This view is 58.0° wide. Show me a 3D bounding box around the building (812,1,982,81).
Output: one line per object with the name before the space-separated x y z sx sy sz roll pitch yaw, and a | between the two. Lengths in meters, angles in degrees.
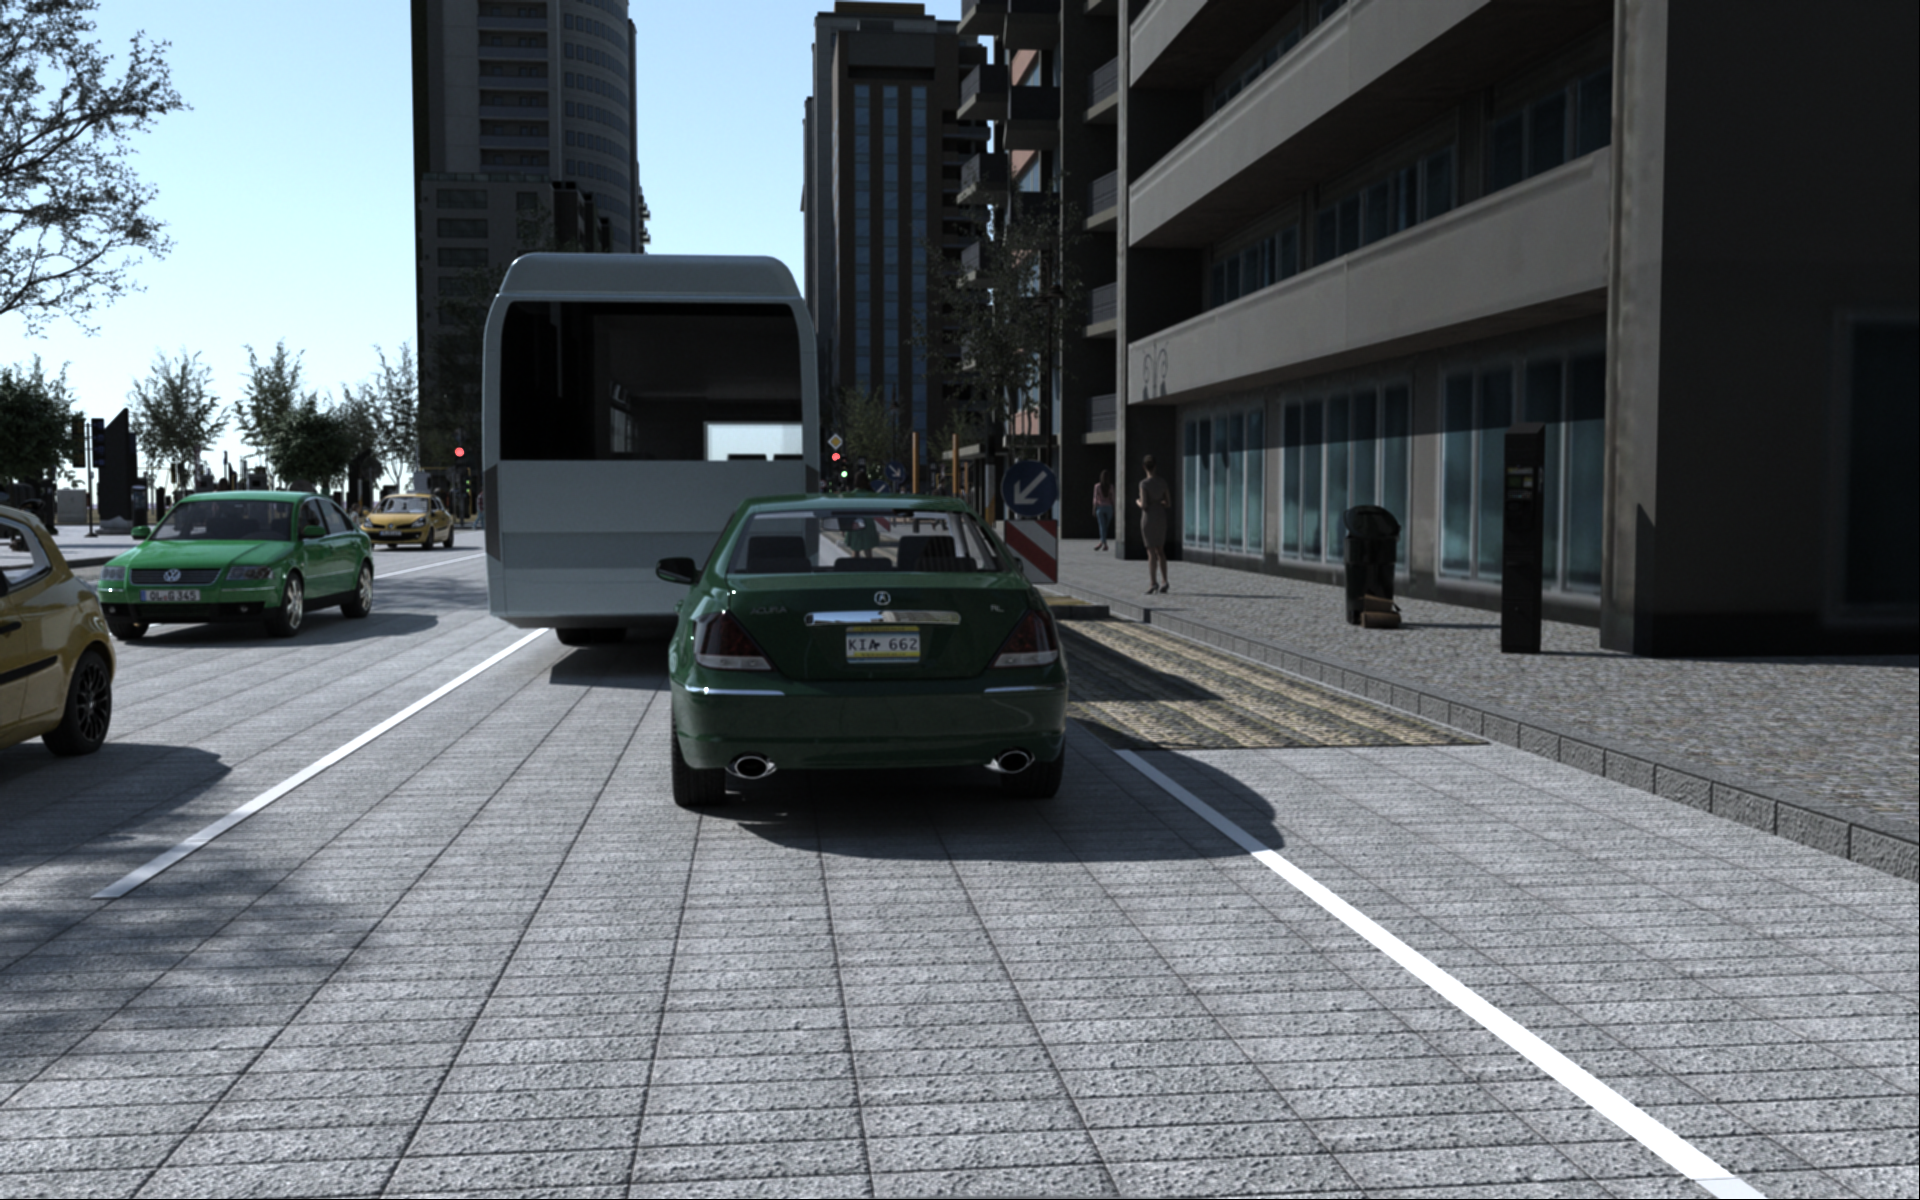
building | -7.704 -41.214 215.843 21.231 58.520 28.212 0 4 -6

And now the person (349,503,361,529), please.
person | -14.428 -1.691 41.157 0.505 1.210 0.382 3 5 44

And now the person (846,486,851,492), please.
person | -7.638 -6.768 116.879 0.590 1.801 0.661 -2 4 -28

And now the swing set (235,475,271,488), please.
swing set | -58.060 -8.811 141.679 3.119 2.851 2.862 -2 4 -29

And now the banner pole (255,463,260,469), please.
banner pole | -56.007 -9.062 138.186 0.863 3.779 0.401 3 5 43

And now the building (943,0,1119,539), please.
building | 11.520 -24.633 57.382 22.147 44.769 28.867 0 4 -6

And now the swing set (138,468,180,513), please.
swing set | -48.432 -6.468 103.373 2.862 2.851 3.119 3 5 42

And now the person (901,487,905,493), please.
person | -3.591 -6.164 107.488 0.598 1.740 0.731 -3 5 -41

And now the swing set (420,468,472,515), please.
swing set | -30.657 -6.482 103.592 3.119 2.851 2.862 -1 4 -13

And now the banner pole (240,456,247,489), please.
banner pole | -46.784 -7.530 113.125 0.863 3.779 0.401 2 4 31

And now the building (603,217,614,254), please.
building | -42.141 -24.534 172.827 14.160 30.474 14.107 0 4 -6

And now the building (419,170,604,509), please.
building | -40.775 -23.666 158.635 14.160 30.474 14.107 0 4 -6

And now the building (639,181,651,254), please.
building | -56.111 -38.534 249.635 23.786 49.044 30.456 0 4 -6

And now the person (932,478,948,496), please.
person | -0.690 -3.364 61.014 0.822 1.834 0.622 -2 4 -25

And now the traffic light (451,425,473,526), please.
traffic light | -20.222 -4.976 70.279 0.839 4.253 0.868 0 4 -6

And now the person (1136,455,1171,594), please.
person | 2.471 -0.969 22.233 0.599 1.781 0.374 -3 4 -37

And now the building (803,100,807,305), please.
building | -12.682 -43.812 258.317 21.231 58.520 28.212 0 4 -6

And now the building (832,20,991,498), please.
building | -4.994 -31.555 166.040 14.600 45.320 14.200 0 4 -6

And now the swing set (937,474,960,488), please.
swing set | -0.269 -8.442 135.654 3.119 2.851 2.862 0 4 -5

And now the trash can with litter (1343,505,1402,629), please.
trash can with litter | 4.102 -0.337 16.898 0.624 1.170 1.055 0 3 0

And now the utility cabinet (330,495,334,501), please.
utility cabinet | -44.661 -6.819 122.648 1.020 1.237 0.306 -2 4 -31

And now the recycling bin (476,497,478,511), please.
recycling bin | -36.226 -7.169 129.760 0.722 1.027 0.722 1 4 18

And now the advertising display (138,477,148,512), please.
advertising display | -31.674 -3.750 66.526 0.974 1.923 0.123 0 4 6

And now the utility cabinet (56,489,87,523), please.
utility cabinet | -39.007 -4.120 76.047 1.173 1.500 0.318 0 4 -1

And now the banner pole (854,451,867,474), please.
banner pole | -5.887 -6.800 101.191 0.863 3.779 0.401 0 4 -2

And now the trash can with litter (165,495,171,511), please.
trash can with litter | -61.200 -7.563 134.718 1.678 1.210 2.233 1 4 21

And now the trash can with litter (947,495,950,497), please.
trash can with litter | -1.299 -8.258 146.402 1.055 1.170 0.624 2 4 33

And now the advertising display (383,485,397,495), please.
advertising display | -41.449 -7.386 125.978 0.974 1.923 0.123 -1 4 -20

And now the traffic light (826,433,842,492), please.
traffic light | -5.746 -5.567 79.944 0.839 4.253 0.868 0 4 -6

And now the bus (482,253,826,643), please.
bus | -2.947 -1.531 19.894 2.948 3.499 13.247 0 4 -5

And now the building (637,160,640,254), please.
building | -47.024 -34.516 214.453 14.600 45.320 14.200 0 4 -6

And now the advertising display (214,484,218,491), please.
advertising display | -58.909 -8.095 137.570 0.123 1.923 0.974 3 4 36

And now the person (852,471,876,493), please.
person | -1.570 -1.150 27.545 0.600 1.795 0.529 -1 4 -20

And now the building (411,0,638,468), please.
building | -47.432 -39.799 192.707 21.231 58.520 28.212 0 4 -6

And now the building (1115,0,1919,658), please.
building | 14.838 -24.464 23.683 21.300 48.544 21.600 0 4 -6

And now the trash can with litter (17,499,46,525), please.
trash can with litter | -20.865 -1.665 38.613 1.055 1.170 0.624 2 4 34

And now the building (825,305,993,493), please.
building | -0.350 -21.044 189.113 27.650 21.520 28.899 0 4 -6

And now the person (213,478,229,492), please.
person | -17.593 -2.015 41.460 0.555 1.821 0.388 -1 4 -22

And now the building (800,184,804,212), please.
building | -11.666 -42.651 286.580 28.713 52.752 27.495 0 4 -6

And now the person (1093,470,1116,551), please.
person | 3.286 -2.028 39.204 0.555 1.821 0.388 -1 4 -19

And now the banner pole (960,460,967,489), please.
banner pole | 0.058 -7.371 110.540 0.863 3.779 0.401 0 4 3

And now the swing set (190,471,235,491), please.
swing set | -51.987 -7.386 118.377 2.862 2.851 3.119 1 4 11

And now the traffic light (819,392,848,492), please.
traffic light | -6.927 -5.931 71.636 4.771 5.953 1.251 0 4 -6

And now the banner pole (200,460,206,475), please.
banner pole | -55.644 -8.401 127.372 0.863 3.779 0.401 1 4 8

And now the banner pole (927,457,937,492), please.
banner pole | -1.978 -7.832 118.063 0.863 3.779 0.401 1 4 13

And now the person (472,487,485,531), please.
person | -18.750 -3.578 67.836 0.643 1.720 0.563 0 4 5
